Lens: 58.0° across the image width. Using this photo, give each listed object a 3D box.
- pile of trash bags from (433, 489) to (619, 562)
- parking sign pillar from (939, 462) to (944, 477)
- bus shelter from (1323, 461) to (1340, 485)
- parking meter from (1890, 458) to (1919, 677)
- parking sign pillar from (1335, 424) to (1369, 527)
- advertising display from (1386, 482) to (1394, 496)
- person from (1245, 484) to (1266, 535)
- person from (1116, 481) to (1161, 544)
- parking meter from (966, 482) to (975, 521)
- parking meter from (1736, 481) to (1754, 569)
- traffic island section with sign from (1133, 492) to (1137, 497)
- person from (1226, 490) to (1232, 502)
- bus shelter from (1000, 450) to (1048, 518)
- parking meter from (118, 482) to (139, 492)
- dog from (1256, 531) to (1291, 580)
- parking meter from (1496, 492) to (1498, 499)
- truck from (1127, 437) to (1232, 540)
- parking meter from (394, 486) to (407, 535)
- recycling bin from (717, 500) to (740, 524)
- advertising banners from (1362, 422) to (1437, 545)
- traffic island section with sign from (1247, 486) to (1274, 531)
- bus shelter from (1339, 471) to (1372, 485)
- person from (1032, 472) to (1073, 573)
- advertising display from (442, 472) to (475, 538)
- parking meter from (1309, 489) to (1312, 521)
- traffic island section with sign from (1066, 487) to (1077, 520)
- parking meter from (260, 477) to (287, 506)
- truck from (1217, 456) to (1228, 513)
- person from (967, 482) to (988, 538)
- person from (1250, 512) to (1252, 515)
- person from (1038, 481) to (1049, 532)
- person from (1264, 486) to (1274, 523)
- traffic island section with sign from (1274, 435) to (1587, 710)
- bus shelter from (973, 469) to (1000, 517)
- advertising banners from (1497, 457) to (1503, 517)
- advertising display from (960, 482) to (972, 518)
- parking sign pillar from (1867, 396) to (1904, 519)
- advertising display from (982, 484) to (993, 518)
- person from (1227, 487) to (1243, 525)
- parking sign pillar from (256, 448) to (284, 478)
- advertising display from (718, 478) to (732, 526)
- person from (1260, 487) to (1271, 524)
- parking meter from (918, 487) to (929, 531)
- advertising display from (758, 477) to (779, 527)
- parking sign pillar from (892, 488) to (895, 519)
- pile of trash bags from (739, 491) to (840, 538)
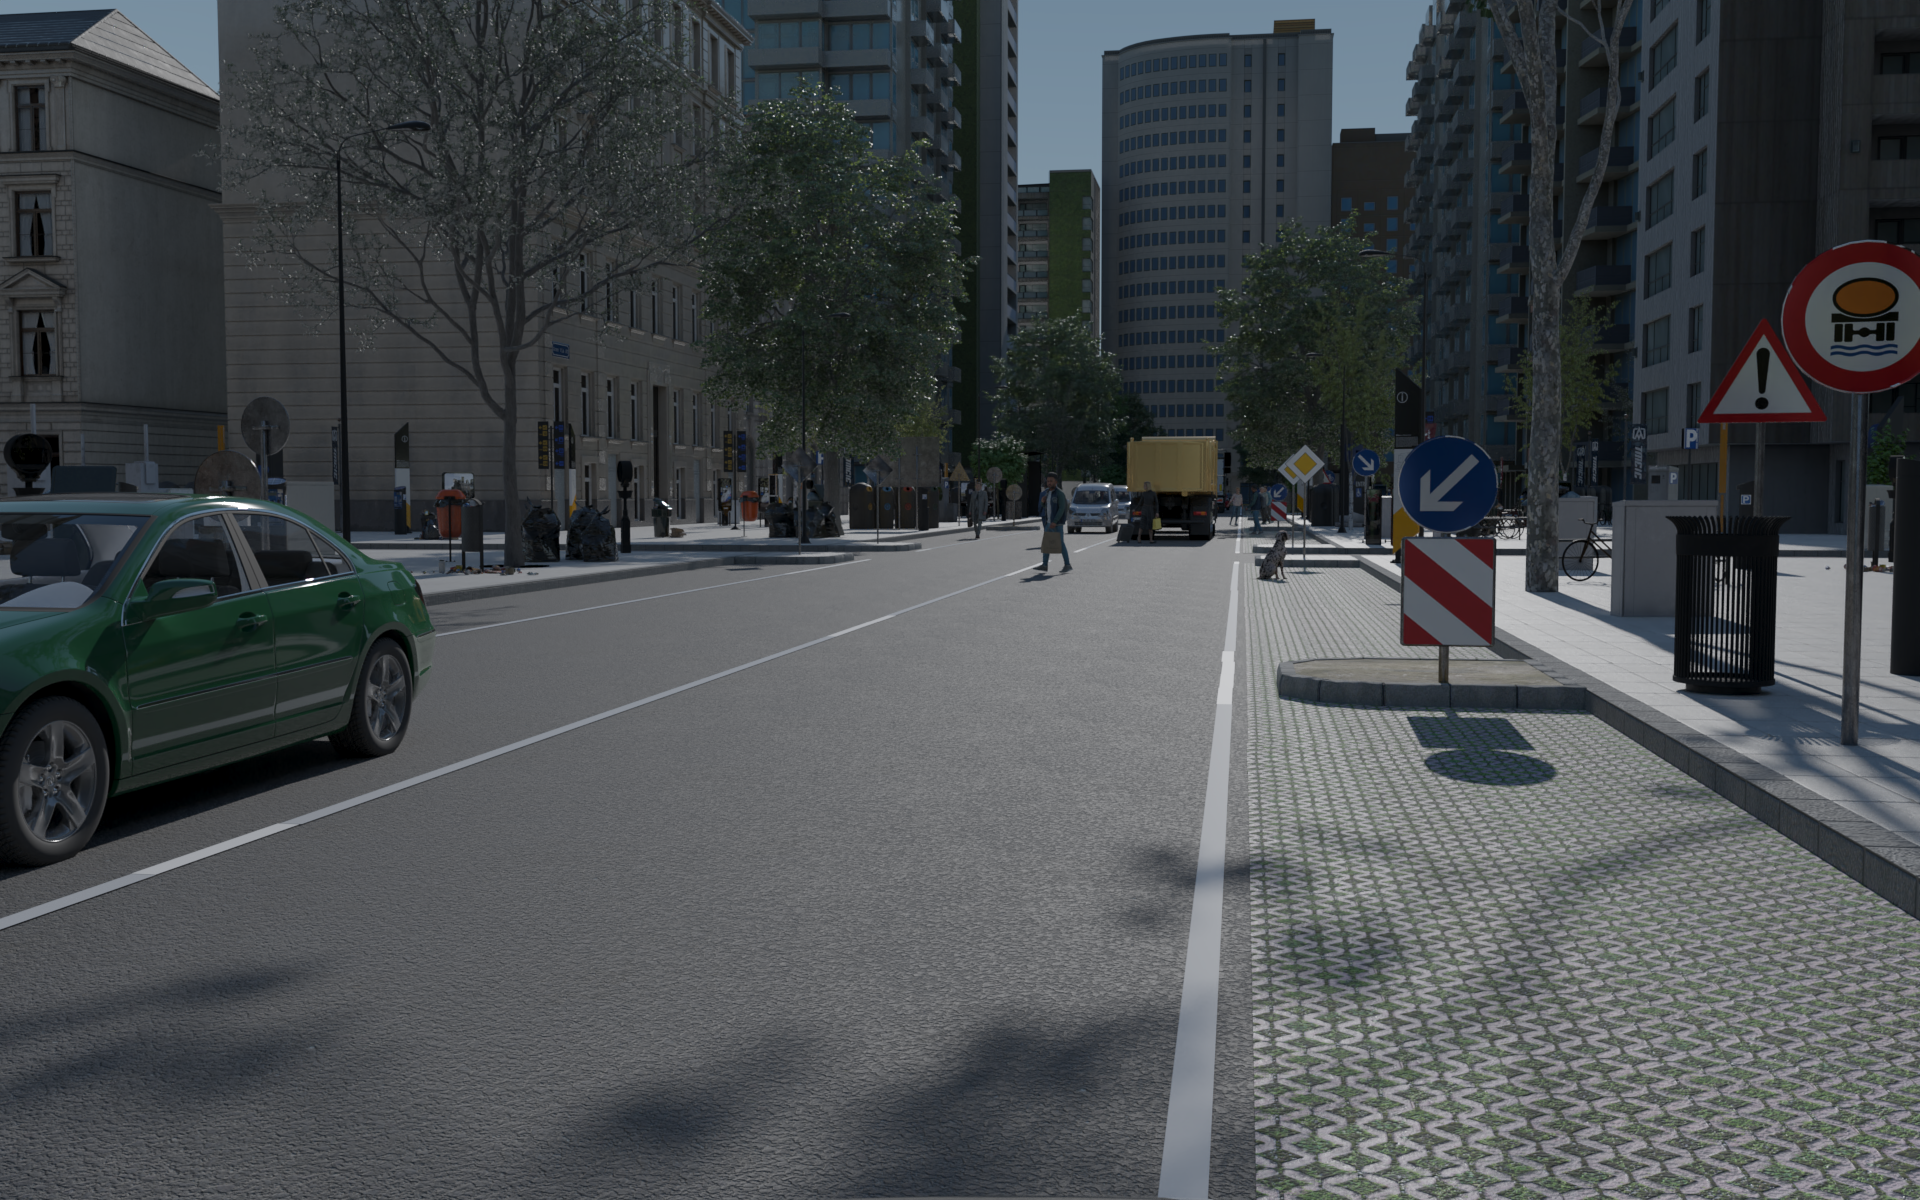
[{"bbox_3d":[-8.302,-1.435,33.210,3.447,1.369,1.912,-1,4,-11],"label":"pile of trash bags"},{"bbox_3d":[-1.661,-7.167,105.653,1.447,3.967,1.447,0,4,-4],"label":"parking sign pillar"},{"bbox_3d":[23.453,-7.028,108.829,2.014,3.302,5.546,1,4,9],"label":"bus shelter"},{"bbox_3d":[6.827,-0.237,12.279,0.372,1.533,0.369,0,3,0],"label":"parking meter"},{"bbox_3d":[15.297,-4.811,67.138,1.447,3.967,1.447,-3,5,-40],"label":"parking sign pillar"},{"bbox_3d":[23.936,-5.524,95.527,0.974,1.923,0.123,-2,4,-25],"label":"advertising display"},{"bbox_3d":[10.357,-3.169,60.664,0.721,1.781,0.623,1,4,12],"label":"person"},{"bbox_3d":[5.247,-2.555,50.489,0.699,1.804,1.509,-2,4,-28],"label":"person"},{"bbox_3d":[0.492,-4.640,81.571,0.399,1.863,0.255,0,3,0],"label":"parking meter"},{"bbox_3d":[13.501,-1.303,29.707,0.372,1.533,0.369,0,3,0],"label":"parking meter"},{"bbox_3d":[14.575,-8.343,145.032,1.989,1.847,2.006,1,4,9],"label":"traffic island section with sign"},{"bbox_3d":[27.656,-10.404,178.591,1.348,1.826,0.705,-1,4,-18],"label":"person"},{"bbox_3d":[3.625,-6.356,95.199,1.731,3.624,6.357,1,4,9],"label":"bus shelter"},{"bbox_3d":[-17.242,-1.684,35.939,0.372,1.533,0.369,0,3,0],"label":"parking meter"},{"bbox_3d":[5.133,-0.745,29.010,0.800,0.831,0.513,1,4,10],"label":"dog"},{"bbox_3d":[25.166,-4.641,81.589,0.255,1.863,0.399,1,4,11],"label":"parking meter"},{"bbox_3d":[7.157,-3.751,57.259,3.469,3.379,9.791,1,4,10],"label":"truck"},{"bbox_3d":[-17.668,-2.829,54.671,0.372,1.533,0.369,0,3,0],"label":"parking meter"},{"bbox_3d":[-9.866,-3.748,73.838,0.722,1.027,0.722,2,4,29],"label":"recycling bin"},{"bbox_3d":[10.925,-2.869,43.088,0.090,3.025,2.074,-3,5,-43],"label":"advertising banners"},{"bbox_3d":[12.247,-3.585,67.236,1.989,1.847,2.006,1,4,9],"label":"traffic island section with sign"},{"bbox_3d":[20.059,-5.945,88.484,1.731,3.624,6.357,1,4,9],"label":"bus shelter"},{"bbox_3d":[1.704,-1.396,31.311,0.713,1.824,0.794,-1,4,-11],"label":"person"},{"bbox_3d":[-14.747,-2.798,50.953,0.974,1.923,0.123,-3,5,-41],"label":"advertising display"},{"bbox_3d":[16.733,-4.505,82.073,0.372,1.533,0.369,0,3,0],"label":"parking meter"},{"bbox_3d":[6.491,-5.310,95.448,1.989,1.847,2.006,1,4,9],"label":"traffic island section with sign"},{"bbox_3d":[-10.198,-1.061,25.753,0.372,1.533,0.369,0,3,0],"label":"parking meter"},{"bbox_3d":[19.249,-8.857,133.722,2.839,4.237,11.283,1,4,9],"label":"truck"},{"bbox_3d":[0.555,-2.896,55.953,0.694,1.812,0.767,1,4,22],"label":"person"},{"bbox_3d":[19.348,-6.185,113.873,0.306,1.304,0.590,-3,5,-42],"label":"person"},{"bbox_3d":[2.437,-2.374,47.497,0.721,1.800,0.419,-2,4,-35],"label":"person"},{"bbox_3d":[15.055,-4.656,84.647,0.620,1.820,0.660,-2,4,-34],"label":"person"},{"bbox_3d":[3.312,-0.236,12.493,1.989,1.847,2.006,1,4,9],"label":"traffic island section with sign"},{"bbox_3d":[2.080,-6.738,101.441,1.731,3.624,6.357,1,4,9],"label":"bus shelter"},{"bbox_3d":[25.516,-5.254,82.091,0.090,3.025,2.074,0,4,8],"label":"advertising banners"},{"bbox_3d":[0.505,-5.396,93.443,0.974,1.923,0.123,0,4,-1],"label":"advertising display"},{"bbox_3d":[25.304,-3.607,47.447,1.447,3.967,1.447,-3,5,-39],"label":"parking sign pillar"},{"bbox_3d":[1.452,-5.346,92.628,0.974,1.923,0.123,3,4,37],"label":"advertising display"},{"bbox_3d":[12.588,-4.310,79.635,0.731,1.740,0.598,-2,4,-24],"label":"person"},{"bbox_3d":[-20.386,-3.834,51.165,1.447,3.967,1.447,0,4,-6],"label":"parking sign pillar"},{"bbox_3d":[-9.495,-3.959,69.943,0.123,1.923,0.974,1,4,20],"label":"advertising display"},{"bbox_3d":[14.484,-4.529,83.031,0.515,1.767,0.782,-3,5,-43],"label":"person"},{"bbox_3d":[-1.273,-3.194,60.631,0.372,1.533,0.369,0,3,0],"label":"parking meter"},{"bbox_3d":[-7.436,-3.796,67.279,0.123,1.923,0.974,3,5,42],"label":"advertising display"},{"bbox_3d":[-3.160,-6.147,88.977,1.447,3.967,1.447,-1,4,-22],"label":"parking sign pillar"},{"bbox_3d":[-5.193,-2.553,51.488,3.447,1.369,1.912,2,4,33],"label":"pile of trash bags"}]
